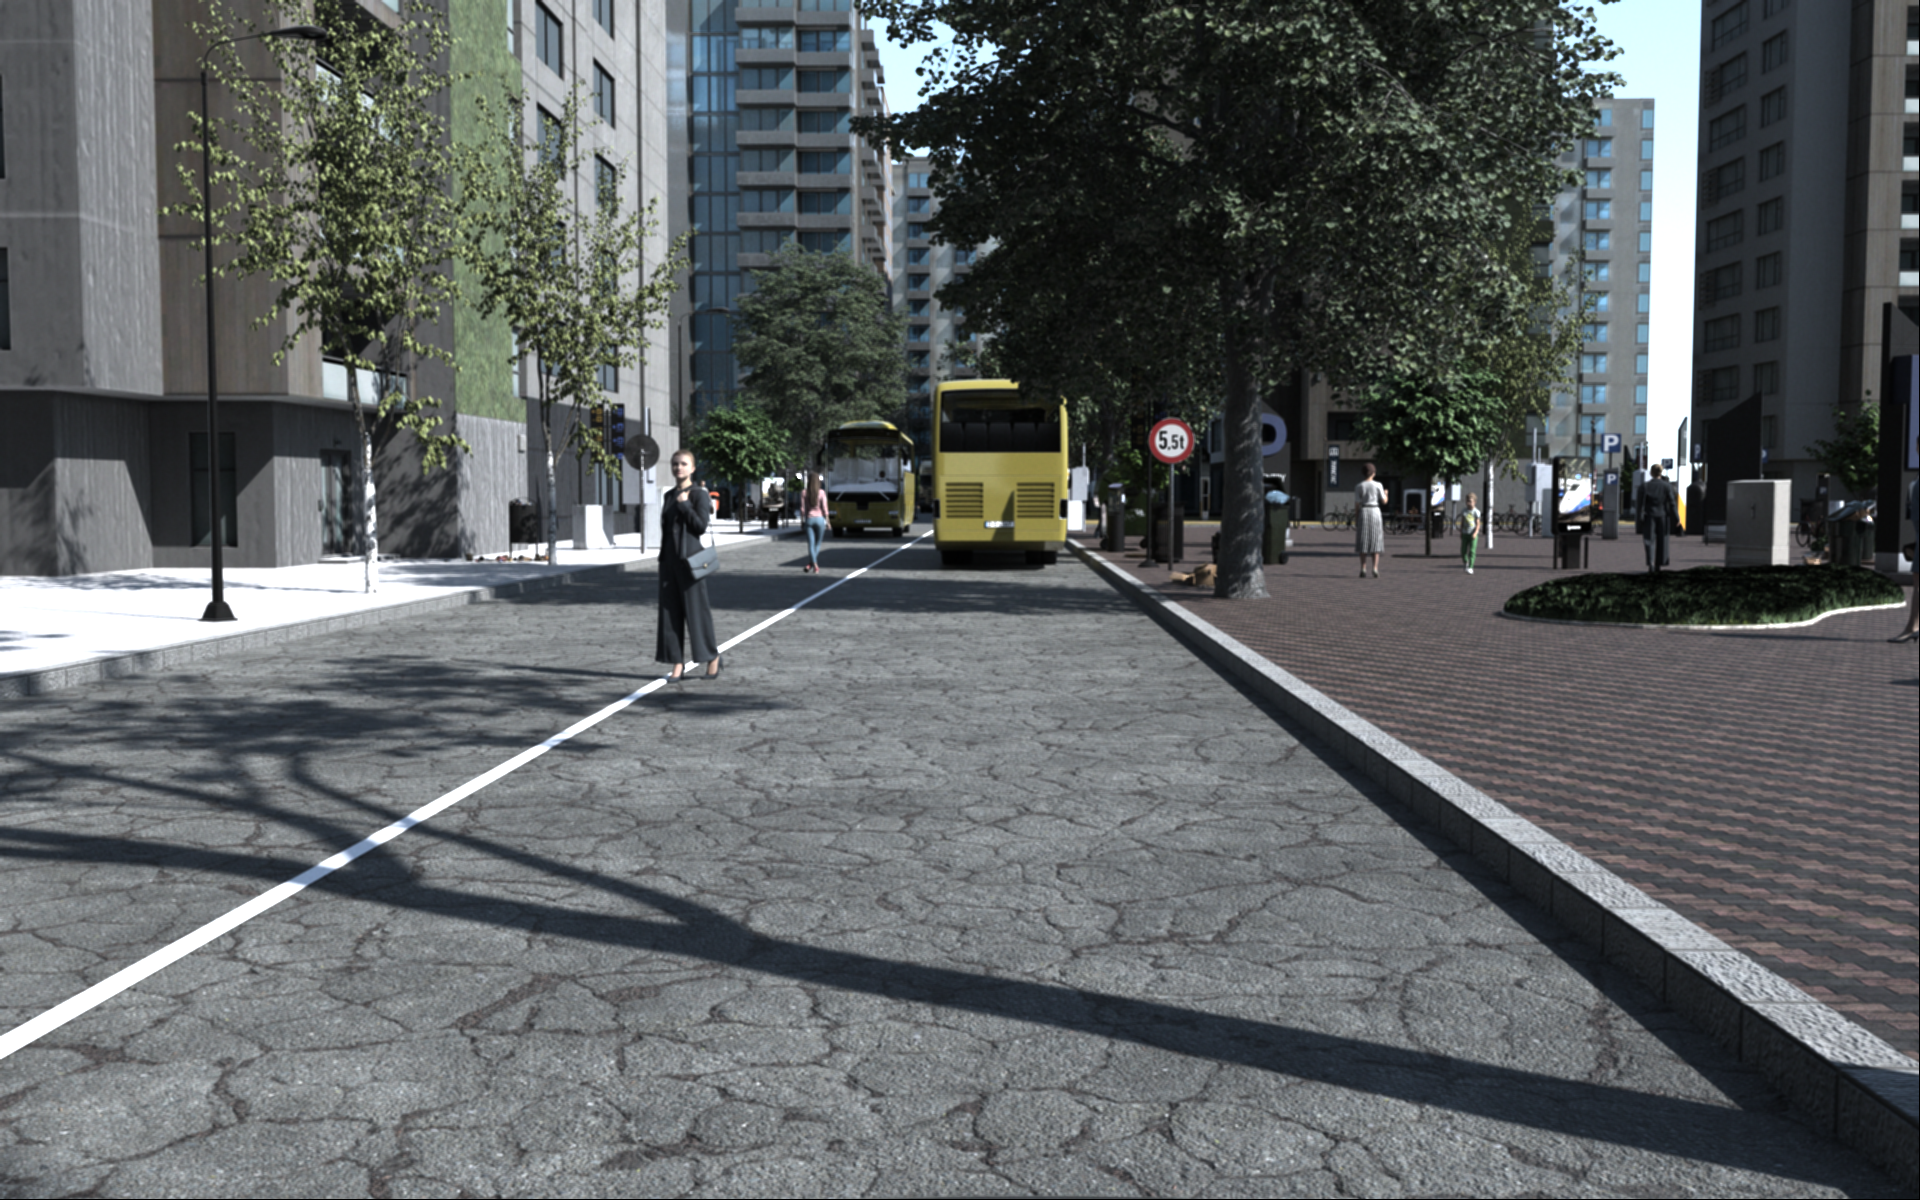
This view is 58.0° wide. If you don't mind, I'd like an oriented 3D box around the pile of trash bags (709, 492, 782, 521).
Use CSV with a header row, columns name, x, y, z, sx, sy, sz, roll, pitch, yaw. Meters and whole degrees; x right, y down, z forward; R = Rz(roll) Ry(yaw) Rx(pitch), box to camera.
name,x,y,z,sx,sy,sz,roll,pitch,yaw
pile of trash bags,-10.531,-4.540,83.982,3.447,1.369,1.912,0,4,-2

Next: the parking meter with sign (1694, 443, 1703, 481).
name,x,y,z,sx,sy,sz,roll,pitch,yaw
parking meter with sign,26.282,-3.882,59.737,1.738,3.016,0.543,0,4,1

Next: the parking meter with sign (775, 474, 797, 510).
name,x,y,z,sx,sy,sz,roll,pitch,yaw
parking meter with sign,-13.169,-8.086,128.460,1.738,3.016,0.543,-3,5,-43

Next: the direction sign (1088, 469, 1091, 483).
name,x,y,z,sx,sy,sz,roll,pitch,yaw
direction sign,8.837,-7.935,121.730,0.876,3.537,0.379,-3,4,-37

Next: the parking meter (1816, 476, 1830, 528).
name,x,y,z,sx,sy,sz,roll,pitch,yaw
parking meter,28.178,-3.112,56.597,0.399,1.863,0.255,2,4,26

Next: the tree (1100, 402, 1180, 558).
name,x,y,z,sx,sy,sz,roll,pitch,yaw
tree,3.878,-2.486,35.249,1.663,3.219,1.824,0,3,0

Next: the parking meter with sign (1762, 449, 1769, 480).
name,x,y,z,sx,sy,sz,roll,pitch,yaw
parking meter with sign,30.399,-4.286,66.341,0.543,3.016,1.738,3,5,40

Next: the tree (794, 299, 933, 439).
name,x,y,z,sx,sy,sz,roll,pitch,yaw
tree,-6.303,-12.108,108.340,12.009,13.543,11.850,0,3,0

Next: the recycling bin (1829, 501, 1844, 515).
name,x,y,z,sx,sy,sz,roll,pitch,yaw
recycling bin,32.202,-3.152,64.094,0.722,1.027,0.722,-3,5,-44

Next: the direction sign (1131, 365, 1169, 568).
name,x,y,z,sx,sy,sz,roll,pitch,yaw
direction sign,3.311,-2.344,30.318,0.379,3.537,0.876,-3,5,-40

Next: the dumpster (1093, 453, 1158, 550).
name,x,y,z,sx,sy,sz,roll,pitch,yaw
dumpster,3.860,-2.274,39.679,1.502,2.255,1.985,0,4,1

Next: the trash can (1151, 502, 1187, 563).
name,x,y,z,sx,sy,sz,roll,pitch,yaw
trash can,3.858,-1.259,32.246,0.748,1.137,0.748,0,3,0

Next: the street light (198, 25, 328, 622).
name,x,y,z,sx,sy,sz,roll,pitch,yaw
street light,-6.968,-2.740,17.335,1.470,5.913,1.316,0,4,1

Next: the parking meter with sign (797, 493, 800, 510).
name,x,y,z,sx,sy,sz,roll,pitch,yaw
parking meter with sign,-13.268,-8.904,141.842,0.543,3.016,1.738,-1,4,-18

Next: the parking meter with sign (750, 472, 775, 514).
name,x,y,z,sx,sy,sz,roll,pitch,yaw
parking meter with sign,-11.363,-6.147,96.760,1.738,3.016,0.543,-1,4,-10

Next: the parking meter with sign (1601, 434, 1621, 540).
name,x,y,z,sx,sy,sz,roll,pitch,yaw
parking meter with sign,18.498,-3.241,49.258,0.543,3.016,1.738,1,4,20

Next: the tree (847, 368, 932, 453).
name,x,y,z,sx,sy,sz,roll,pitch,yaw
tree,-6.108,-11.430,121.291,8.767,10.594,7.601,-1,4,-23

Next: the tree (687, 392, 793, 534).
name,x,y,z,sx,sy,sz,roll,pitch,yaw
tree,-7.134,-4.417,55.930,4.285,4.588,4.351,0,3,0

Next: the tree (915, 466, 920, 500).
name,x,y,z,sx,sy,sz,roll,pitch,yaw
tree,-3.341,-13.468,203.912,4.285,4.588,4.351,0,3,0

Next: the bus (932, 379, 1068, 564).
name,x,y,z,sx,sy,sz,roll,pitch,yaw
bus,0.859,-2.848,38.114,2.896,3.916,12.252,0,4,1

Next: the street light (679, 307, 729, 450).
name,x,y,z,sx,sy,sz,roll,pitch,yaw
street light,-6.439,-4.325,43.262,1.470,5.913,1.316,0,4,1

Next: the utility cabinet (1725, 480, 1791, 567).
name,x,y,z,sx,sy,sz,roll,pitch,yaw
utility cabinet,12.502,-1.132,27.184,0.318,1.500,1.173,-1,4,-10

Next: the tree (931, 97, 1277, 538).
name,x,y,z,sx,sy,sz,roll,pitch,yaw
tree,4.308,-8.154,50.325,9.611,12.733,9.660,0,3,0

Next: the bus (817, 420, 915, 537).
name,x,y,z,sx,sy,sz,roll,pitch,yaw
bus,-3.080,-4.279,61.507,2.896,3.916,12.252,0,4,1

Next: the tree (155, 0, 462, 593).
name,x,y,z,sx,sy,sz,roll,pitch,yaw
tree,-7.643,-4.377,21.919,4.737,8.622,4.395,0,3,0

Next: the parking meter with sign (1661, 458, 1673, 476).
name,x,y,z,sx,sy,sz,roll,pitch,yaw
parking meter with sign,33.790,-5.335,83.492,0.543,3.016,1.738,3,5,40

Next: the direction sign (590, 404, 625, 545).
name,x,y,z,sx,sy,sz,roll,pitch,yaw
direction sign,-8.838,-3.149,43.491,0.876,3.537,0.379,0,4,7

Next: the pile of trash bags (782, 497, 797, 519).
name,x,y,z,sx,sy,sz,roll,pitch,yaw
pile of trash bags,-9.507,-4.918,90.166,1.912,1.369,3.447,0,4,-8

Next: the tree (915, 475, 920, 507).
name,x,y,z,sx,sy,sz,roll,pitch,yaw
tree,-4.321,-11.108,176.210,1.663,3.219,1.824,0,3,0

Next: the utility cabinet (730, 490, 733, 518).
name,x,y,z,sx,sy,sz,roll,pitch,yaw
utility cabinet,-12.189,-5.057,91.361,0.318,1.500,1.173,-1,4,-13

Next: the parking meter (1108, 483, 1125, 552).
name,x,y,z,sx,sy,sz,roll,pitch,yaw
parking meter,3.447,-1.824,38.226,0.372,1.533,0.369,0,3,0

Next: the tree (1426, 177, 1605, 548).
name,x,y,z,sx,sy,sz,roll,pitch,yaw
tree,12.762,-5.527,40.730,4.737,8.622,4.395,0,3,0

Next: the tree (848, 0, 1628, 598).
name,x,y,z,sx,sy,sz,roll,pitch,yaw
tree,3.398,-7.008,21.235,9.857,13.997,8.962,0,3,0

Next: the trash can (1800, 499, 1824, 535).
name,x,y,z,sx,sy,sz,roll,pitch,yaw
trash can,26.967,-2.643,54.870,0.748,1.137,0.748,0,3,0

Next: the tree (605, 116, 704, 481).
name,x,y,z,sx,sy,sz,roll,pitch,yaw
tree,-7.136,-4.929,30.954,4.737,8.622,4.395,0,3,0

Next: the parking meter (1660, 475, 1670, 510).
name,x,y,z,sx,sy,sz,roll,pitch,yaw
parking meter,20.021,-2.674,49.430,0.255,1.863,0.399,-3,4,-38

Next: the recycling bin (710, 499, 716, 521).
name,x,y,z,sx,sy,sz,roll,pitch,yaw
recycling bin,-12.003,-4.238,81.849,0.722,1.027,0.722,-2,4,-34

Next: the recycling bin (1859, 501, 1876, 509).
name,x,y,z,sx,sy,sz,roll,pitch,yaw
recycling bin,33.848,-3.167,64.340,0.722,1.027,0.722,1,4,15

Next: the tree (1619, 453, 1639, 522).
name,x,y,z,sx,sy,sz,roll,pitch,yaw
tree,31.501,-5.247,80.393,1.663,3.219,1.824,0,3,0

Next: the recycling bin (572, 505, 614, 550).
name,x,y,z,sx,sy,sz,roll,pitch,yaw
recycling bin,-8.461,-1.675,39.933,0.722,1.027,0.722,-3,4,-38

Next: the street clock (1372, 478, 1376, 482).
name,x,y,z,sx,sy,sz,roll,pitch,yaw
street clock,18.422,-4.478,77.787,0.471,2.002,0.358,0,4,-7

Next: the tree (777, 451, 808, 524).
name,x,y,z,sx,sy,sz,roll,pitch,yaw
tree,-7.331,-4.974,75.921,1.663,3.219,1.824,0,3,0

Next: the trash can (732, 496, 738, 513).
name,x,y,z,sx,sy,sz,roll,pitch,yaw
trash can,-15.564,-6.631,120.069,0.748,1.137,0.748,0,3,0
